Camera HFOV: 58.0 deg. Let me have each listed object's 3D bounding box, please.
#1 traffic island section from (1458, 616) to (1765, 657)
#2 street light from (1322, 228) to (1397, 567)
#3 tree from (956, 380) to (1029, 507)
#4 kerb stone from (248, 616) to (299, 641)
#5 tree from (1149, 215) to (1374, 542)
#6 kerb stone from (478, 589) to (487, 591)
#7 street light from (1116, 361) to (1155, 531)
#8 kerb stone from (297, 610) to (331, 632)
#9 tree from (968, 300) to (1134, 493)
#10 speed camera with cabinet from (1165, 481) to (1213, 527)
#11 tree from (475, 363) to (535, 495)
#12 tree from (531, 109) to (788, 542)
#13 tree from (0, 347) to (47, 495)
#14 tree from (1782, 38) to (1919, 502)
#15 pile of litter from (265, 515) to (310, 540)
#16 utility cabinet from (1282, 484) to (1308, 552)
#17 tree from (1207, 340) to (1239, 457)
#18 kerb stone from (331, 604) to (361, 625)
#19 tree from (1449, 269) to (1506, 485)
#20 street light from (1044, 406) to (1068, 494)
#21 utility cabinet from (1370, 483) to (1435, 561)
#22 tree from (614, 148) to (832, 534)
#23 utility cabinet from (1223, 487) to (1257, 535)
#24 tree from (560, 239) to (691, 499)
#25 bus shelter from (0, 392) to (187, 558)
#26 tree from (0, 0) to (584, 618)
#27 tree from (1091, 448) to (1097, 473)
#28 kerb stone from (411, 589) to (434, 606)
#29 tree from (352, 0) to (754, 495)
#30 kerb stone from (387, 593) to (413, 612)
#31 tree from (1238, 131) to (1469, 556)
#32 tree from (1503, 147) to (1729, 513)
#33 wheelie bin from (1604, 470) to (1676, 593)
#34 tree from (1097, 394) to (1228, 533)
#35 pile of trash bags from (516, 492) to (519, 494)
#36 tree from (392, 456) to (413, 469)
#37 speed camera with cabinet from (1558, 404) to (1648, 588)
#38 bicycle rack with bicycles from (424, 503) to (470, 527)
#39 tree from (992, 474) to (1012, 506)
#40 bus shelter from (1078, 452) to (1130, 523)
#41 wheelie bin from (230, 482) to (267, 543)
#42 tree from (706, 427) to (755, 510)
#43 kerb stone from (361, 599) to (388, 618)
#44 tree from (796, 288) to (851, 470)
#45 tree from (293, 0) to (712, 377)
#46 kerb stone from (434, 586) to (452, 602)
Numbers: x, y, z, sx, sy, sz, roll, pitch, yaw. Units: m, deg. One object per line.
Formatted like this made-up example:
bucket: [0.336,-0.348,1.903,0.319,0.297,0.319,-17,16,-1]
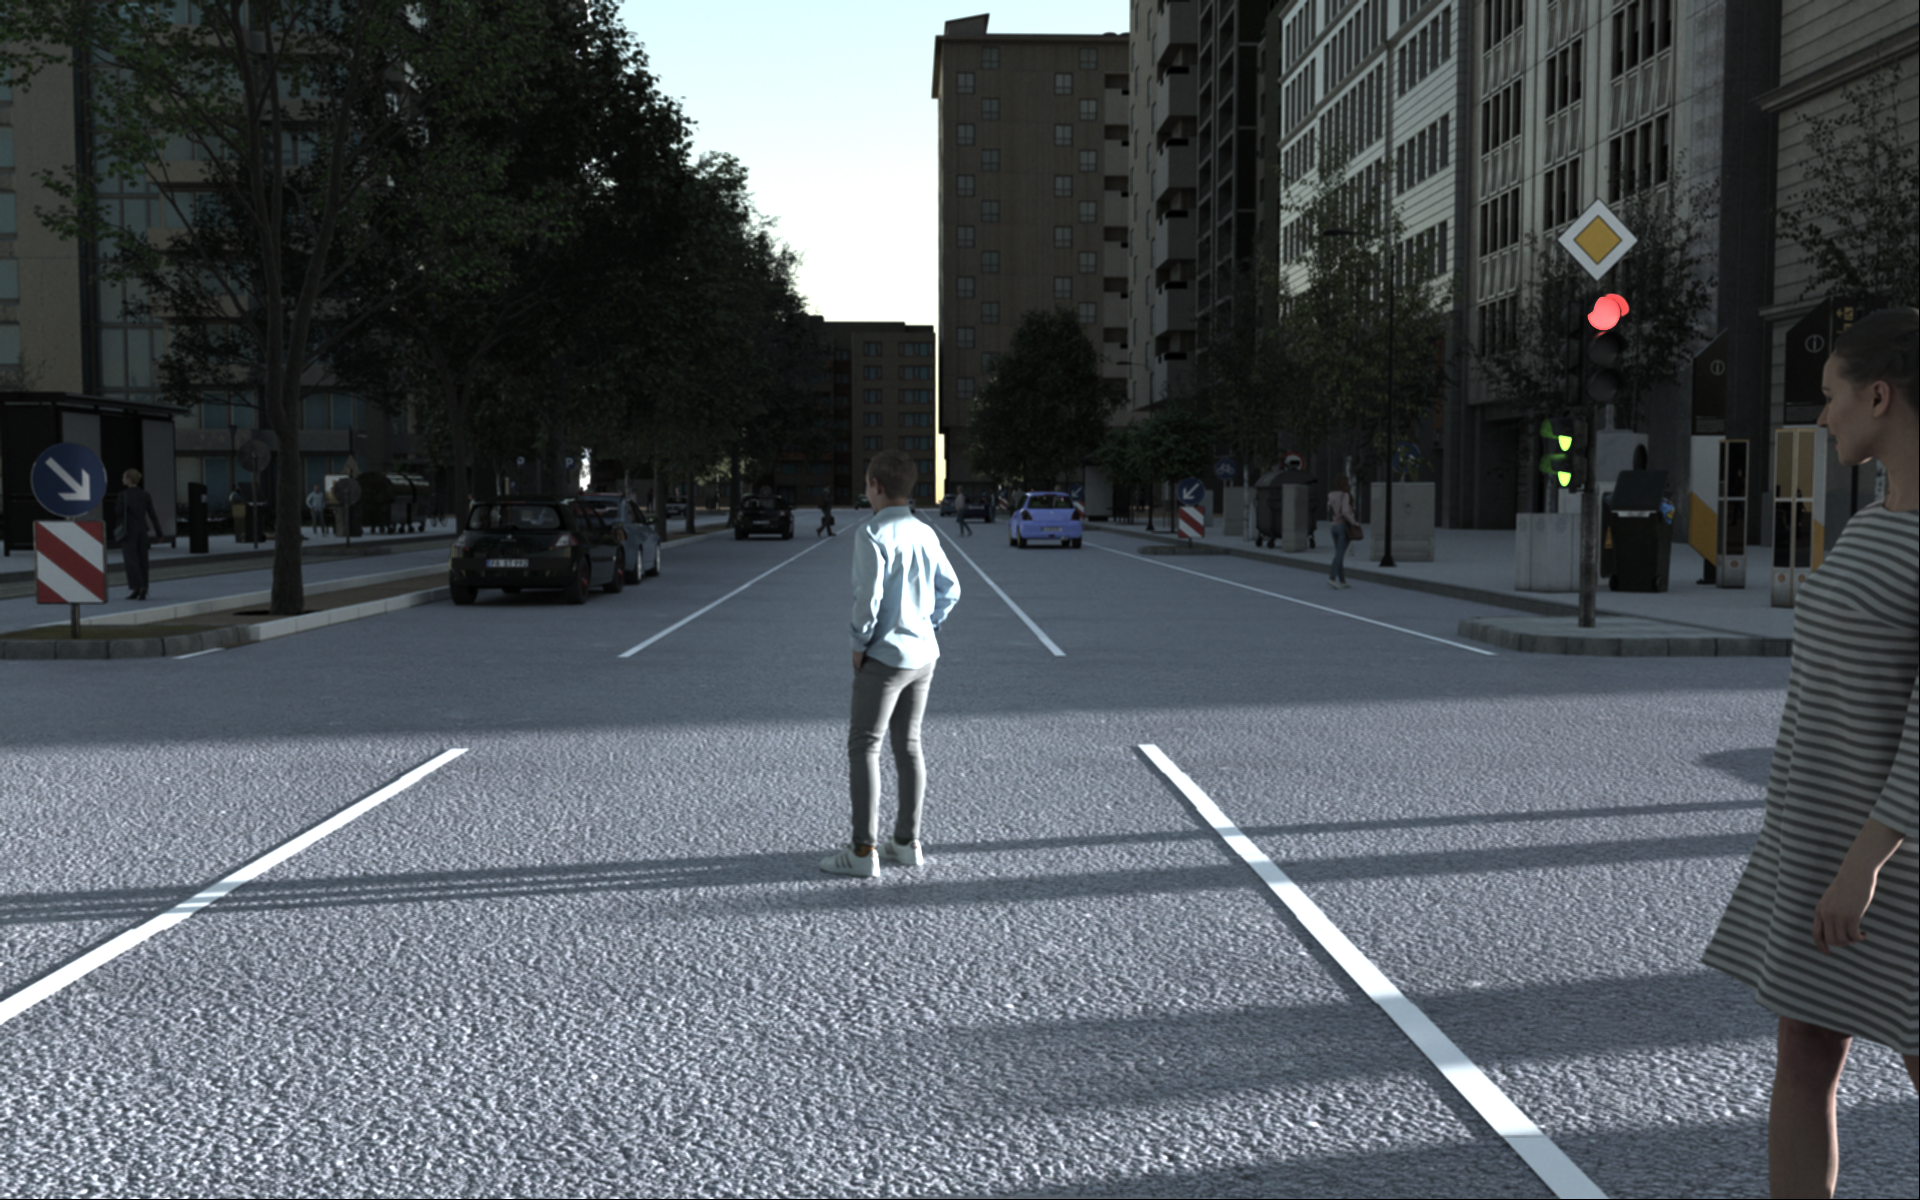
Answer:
traffic island section: [6.070,0.340,16.715,2.009,0.180,2.903,0,4,-2]
street light: [7.036,-3.544,30.481,1.470,5.913,1.316,0,4,-2]
tree: [3.385,-15.328,168.739,7.486,12.596,7.792,0,3,0]
kerb stone: [-6.889,0.296,17.352,0.120,0.150,1.000,0,4,-2]
tree: [7.805,-5.841,45.865,4.360,8.622,3.978,0,3,0]
kerb stone: [-7.180,-0.263,26.577,0.120,0.150,1.000,0,4,-2]
street light: [6.155,-5.395,60.749,1.470,5.913,1.316,0,4,-2]
kerb stone: [-6.923,0.234,18.374,0.120,0.150,1.000,0,4,-2]
tree: [5.503,-11.365,102.818,9.611,12.733,9.660,0,3,0]
speed camera with cabinet: [8.990,-4.523,68.282,2.038,3.252,0.660,-2,4,-26]
tree: [-18.905,-7.357,70.657,4.360,8.622,3.978,0,3,0]
tree: [-9.045,-8.012,51.579,7.486,12.596,7.792,0,3,0]
tree: [-47.789,-8.383,87.426,4.360,8.622,3.978,0,3,0]
tree: [15.659,-4.798,28.813,4.360,8.622,3.978,0,3,0]
pile of litter: [-18.942,-2.116,48.567,1.176,0.858,1.719,-3,5,-40]
utility cabinet: [7.460,-1.823,38.482,0.318,1.500,1.173,2,4,25]
tree: [12.635,-7.471,72.507,4.737,8.622,4.395,0,3,0]
kerb stone: [-6.955,0.175,19.396,0.120,0.150,1.000,0,4,-2]
tree: [15.899,-5.901,46.847,4.360,8.622,3.978,0,3,0]
street light: [5.093,-7.264,91.303,1.470,5.913,1.316,0,4,-2]
utility cabinet: [8.437,-1.490,33.037,1.173,1.500,0.318,1,4,11]
tree: [-9.606,-9.085,61.367,12.009,13.543,11.850,0,3,0]
utility cabinet: [8.696,-2.723,53.201,1.173,1.500,0.318,0,4,-2]
tree: [-8.647,-5.644,45.104,4.737,8.622,4.395,0,3,0]
bus shelter: [-19.345,-3.622,36.856,2.179,5.291,8.768,0,4,-2]
tree: [-7.852,-5.616,20.037,9.928,11.665,9.643,0,3,0]
tree: [7.216,-5.449,72.798,4.285,4.588,4.351,0,3,0]
kerb stone: [-7.059,-0.016,22.465,0.120,0.150,1.000,0,4,-2]
tree: [-8.780,-7.225,37.593,9.611,12.733,9.660,0,3,0]
kerb stone: [-7.009,0.051,21.442,0.120,0.150,1.000,0,4,-2]
tree: [8.049,-5.195,35.296,4.737,8.622,4.395,0,3,0]
tree: [14.585,-5.329,37.493,4.360,8.622,3.978,0,3,0]
wheelie bin: [8.960,-0.911,22.801,0.980,1.594,0.693,3,5,43]
tree: [7.098,-4.481,56.974,4.285,4.588,4.351,0,3,0]
pile of trash bags: [-20.600,-4.626,85.387,3.447,1.369,1.912,-2,4,-35]
tree: [-26.971,-5.432,83.422,1.663,3.219,1.824,0,3,0]
speed camera with cabinet: [9.096,-1.841,24.434,0.660,3.252,2.038,3,5,39]
bicycle rack with bicycles: [-19.800,-3.350,68.149,2.852,0.926,2.925,0,4,-3]
tree: [4.291,-12.245,150.575,4.360,8.622,3.978,0,3,0]
bus shelter: [6.656,-5.193,78.828,2.014,3.302,5.546,0,4,-2]
wheelie bin: [-18.841,-2.318,45.802,0.693,1.594,0.980,2,4,31]
tree: [-10.075,-7.760,79.701,4.360,8.622,3.978,0,3,0]
kerb stone: [-6.987,0.113,20.418,0.120,0.150,1.000,0,4,-2]
tree: [-9.437,-9.361,72.521,9.611,12.733,9.660,0,3,0]
tree: [-8.256,-5.634,28.980,8.767,10.594,7.601,0,4,-2]
kerb stone: [-7.074,-0.079,23.489,0.120,0.150,1.000,0,4,-2]
